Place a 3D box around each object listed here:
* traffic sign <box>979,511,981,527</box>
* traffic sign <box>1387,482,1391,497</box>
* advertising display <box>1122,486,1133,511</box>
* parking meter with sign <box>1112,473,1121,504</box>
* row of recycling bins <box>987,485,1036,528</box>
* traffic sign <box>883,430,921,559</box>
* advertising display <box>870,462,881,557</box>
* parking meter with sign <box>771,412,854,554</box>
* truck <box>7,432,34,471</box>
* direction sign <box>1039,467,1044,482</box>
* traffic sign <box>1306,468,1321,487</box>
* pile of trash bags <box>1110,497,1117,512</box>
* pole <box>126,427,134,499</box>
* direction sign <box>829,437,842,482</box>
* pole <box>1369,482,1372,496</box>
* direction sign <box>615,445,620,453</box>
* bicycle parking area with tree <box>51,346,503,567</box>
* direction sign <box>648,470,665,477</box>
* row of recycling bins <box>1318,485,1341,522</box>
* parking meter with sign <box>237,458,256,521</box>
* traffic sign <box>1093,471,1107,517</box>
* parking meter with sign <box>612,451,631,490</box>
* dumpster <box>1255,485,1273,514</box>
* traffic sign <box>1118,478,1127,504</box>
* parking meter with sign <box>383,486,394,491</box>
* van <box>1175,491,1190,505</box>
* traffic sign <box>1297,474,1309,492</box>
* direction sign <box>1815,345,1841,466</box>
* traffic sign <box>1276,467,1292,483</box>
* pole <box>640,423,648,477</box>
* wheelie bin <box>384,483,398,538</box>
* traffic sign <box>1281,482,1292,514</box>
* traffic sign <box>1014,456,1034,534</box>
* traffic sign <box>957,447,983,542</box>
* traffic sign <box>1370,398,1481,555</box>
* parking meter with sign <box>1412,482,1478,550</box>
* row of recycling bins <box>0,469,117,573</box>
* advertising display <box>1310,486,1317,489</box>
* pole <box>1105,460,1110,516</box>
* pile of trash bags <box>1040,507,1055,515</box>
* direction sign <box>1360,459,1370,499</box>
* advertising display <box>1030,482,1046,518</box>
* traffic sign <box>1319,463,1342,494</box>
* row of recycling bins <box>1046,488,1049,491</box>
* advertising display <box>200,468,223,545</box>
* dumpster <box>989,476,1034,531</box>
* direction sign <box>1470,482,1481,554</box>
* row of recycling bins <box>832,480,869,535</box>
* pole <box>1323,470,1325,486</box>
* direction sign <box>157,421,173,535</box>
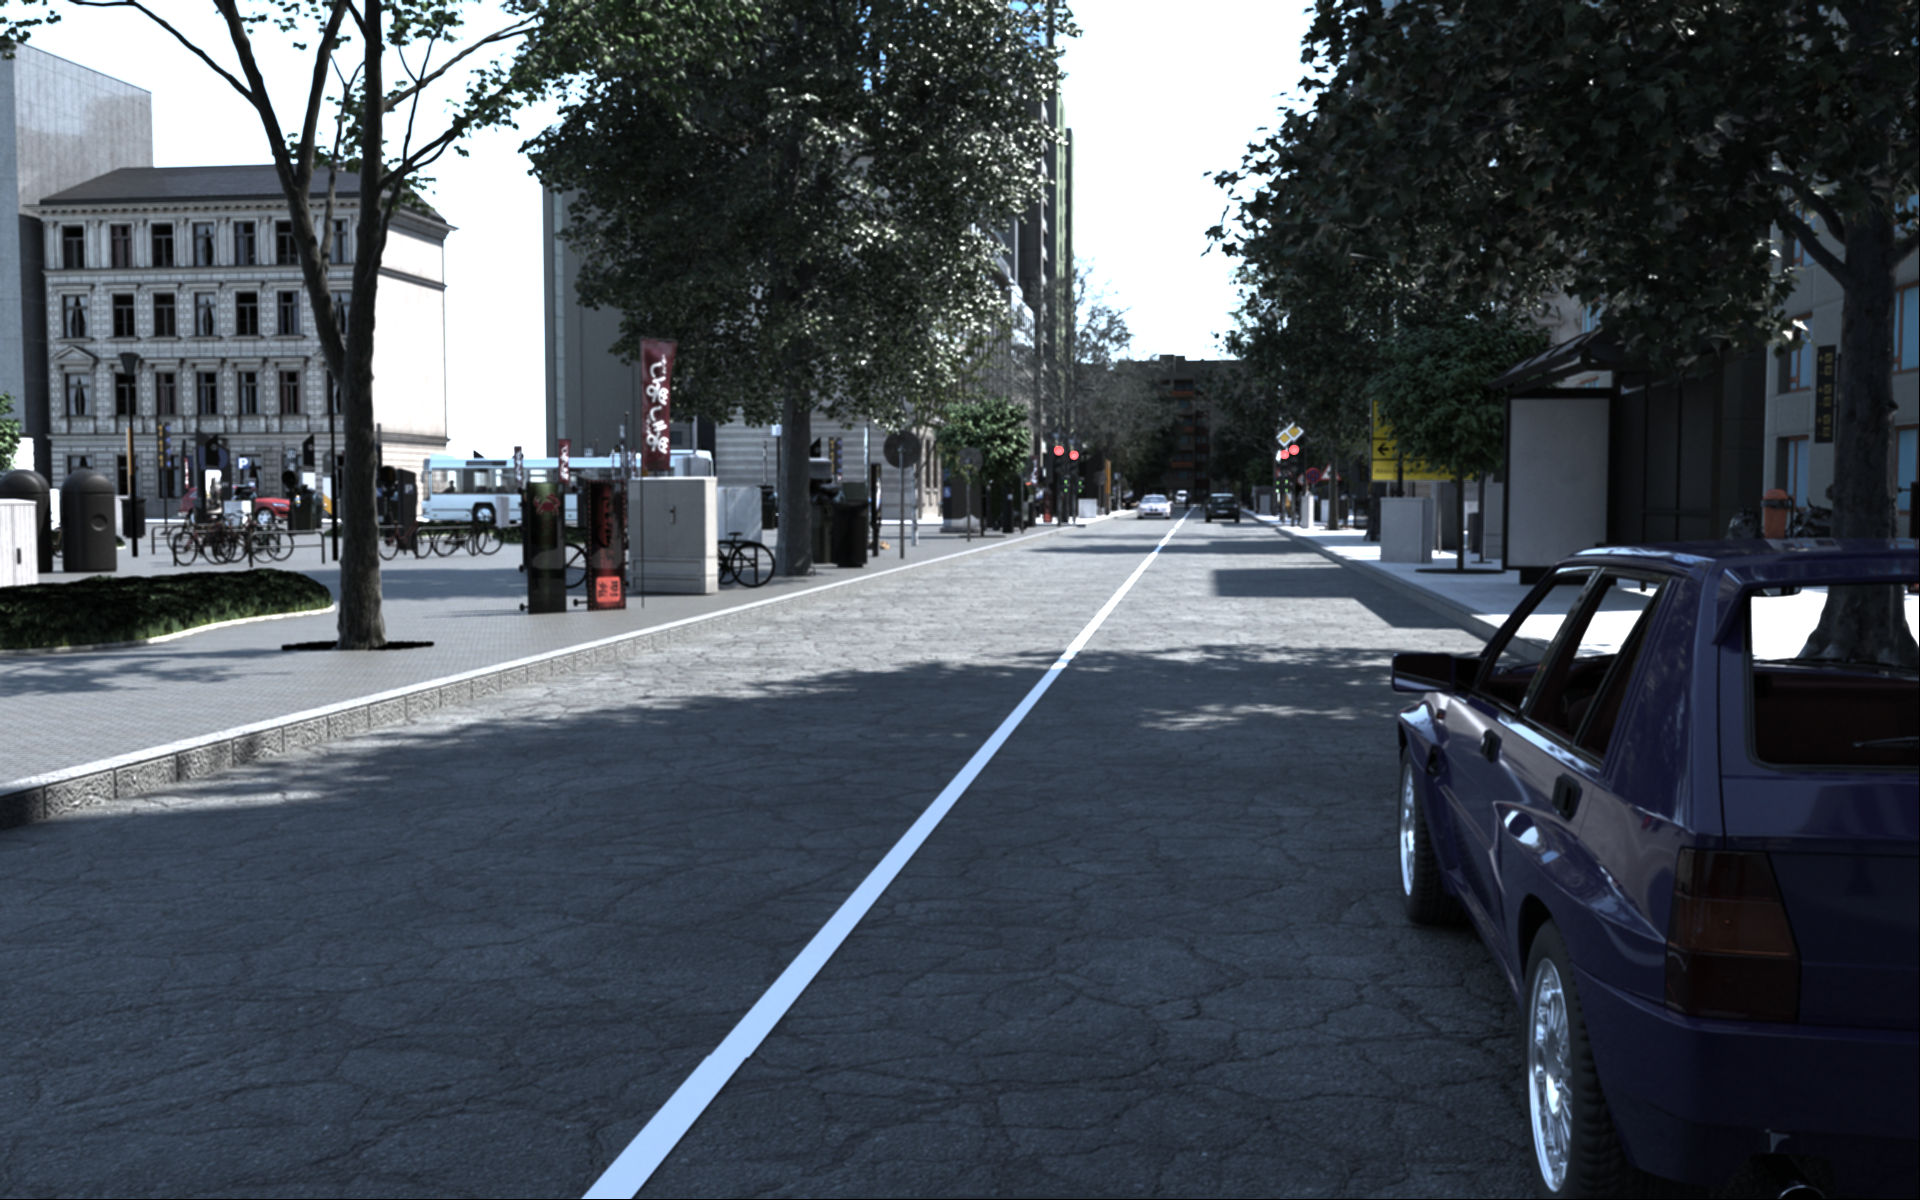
[{"bbox_3d":[0.657,-3.561,58.334,0.768,2.556,0.104,1,4,11],"label":"traffic sign"},{"bbox_3d":[9.763,-2.403,39.391,0.768,2.556,0.104,1,4,10],"label":"traffic sign"},{"bbox_3d":[12.975,-7.887,134.172,0.974,1.923,0.123,-1,4,-22],"label":"advertising display"},{"bbox_3d":[12.780,-8.946,142.527,0.543,3.016,1.738,1,4,19],"label":"parking meter with sign"},{"bbox_3d":[1.726,-3.630,66.458,1.069,1.692,3.534,2,4,35],"label":"row of recycling bins"},{"bbox_3d":[-1.151,-2.095,34.366,0.768,2.556,0.104,1,4,10],"label":"traffic sign"},{"bbox_3d":[-1.733,-1.867,35.739,0.123,1.923,0.974,0,4,3],"label":"advertising display"},{"bbox_3d":[-3.043,-2.450,36.318,1.738,3.016,0.543,-2,4,-30],"label":"parking meter with sign"},{"bbox_3d":[-48.213,-5.520,79.157,11.283,4.237,2.839,0,4,7],"label":"truck"},{"bbox_3d":[6.610,-9.258,143.358,0.379,3.537,0.876,3,5,44],"label":"direction sign"},{"bbox_3d":[17.030,-5.105,83.568,0.768,2.556,0.104,1,4,13],"label":"traffic sign"},{"bbox_3d":[10.274,-7.156,126.752,1.912,1.369,3.447,1,4,23],"label":"pile of trash bags"},{"bbox_3d":[-25.411,-3.624,53.098,0.158,3.312,0.155,0,3,0],"label":"pole"},{"bbox_3d":[-4.985,-4.730,69.327,0.379,3.537,0.876,2,4,30],"label":"direction sign"},{"bbox_3d":[28.183,-7.651,118.942,0.158,3.312,0.155,0,3,0],"label":"pole"},{"bbox_3d":[-15.611,-5.349,79.452,0.379,3.537,0.876,-2,4,-34],"label":"direction sign"},{"bbox_3d":[-14.352,-2.898,34.384,8.231,4.147,9.016,3,4,36],"label":"bicycle parking area with tree"},{"bbox_3d":[-10.443,-4.125,59.438,0.876,3.537,0.379,2,4,34],"label":"direction sign"},{"bbox_3d":[16.791,-4.371,78.575,1.069,1.692,3.534,1,4,9],"label":"row of recycling bins"},{"bbox_3d":[-33.726,-5.254,82.164,0.543,3.016,1.738,-3,5,-39],"label":"parking meter with sign"},{"bbox_3d":[7.773,-5.889,96.393,0.768,2.556,0.104,1,4,14],"label":"traffic sign"},{"bbox_3d":[-13.720,-4.497,69.788,0.543,3.016,1.738,1,4,15],"label":"parking meter with sign"},{"bbox_3d":[19.679,-6.478,111.678,1.264,1.857,1.865,0,4,8],"label":"dumpster"},{"bbox_3d":[12.675,-8.258,135.122,0.768,2.556,0.104,1,4,9],"label":"traffic sign"},{"bbox_3d":[-28.287,-5.461,85.549,1.738,3.016,0.543,-1,4,-22],"label":"parking meter with sign"},{"bbox_3d":[28.796,-13.286,224.241,2.013,2.044,4.112,0,4,8],"label":"van"},{"bbox_3d":[21.338,-6.581,107.703,0.768,2.556,0.104,1,4,16],"label":"traffic sign"},{"bbox_3d":[13.283,-2.094,26.241,0.379,3.537,0.876,-1,4,-17],"label":"direction sign"},{"bbox_3d":[14.707,-4.796,78.517,0.768,2.556,0.104,1,4,17],"label":"traffic sign"},{"bbox_3d":[-7.759,-2.981,42.585,0.158,3.312,0.155,0,3,0],"label":"pole"},{"bbox_3d":[-15.748,-2.481,48.473,0.693,1.594,0.980,-2,4,-31],"label":"wheelie bin"},{"bbox_3d":[21.269,-6.890,112.653,0.884,2.594,0.081,1,4,14],"label":"traffic sign"},{"bbox_3d":[2.024,-3.427,56.138,0.768,2.556,0.104,1,4,10],"label":"traffic sign"},{"bbox_3d":[0.236,-2.846,46.645,0.768,2.556,0.104,1,4,15],"label":"traffic sign"},{"bbox_3d":[9.764,-2.598,36.354,2.265,3.308,0.079,1,4,13],"label":"traffic sign"},{"bbox_3d":[11.164,-2.648,39.559,1.738,3.016,0.543,0,4,-5],"label":"parking meter with sign"},{"bbox_3d":[-15.650,-1.286,28.140,3.534,1.692,1.069,-1,4,-18],"label":"row of recycling bins"},{"bbox_3d":[27.165,-7.814,132.969,0.123,1.923,0.974,3,4,37],"label":"advertising display"},{"bbox_3d":[9.181,-6.930,107.150,0.158,3.312,0.155,0,3,0],"label":"pole"},{"bbox_3d":[5.388,-5.974,107.423,1.912,1.369,3.447,0,4,-2],"label":"pile of trash bags"},{"bbox_3d":[25.929,-7.260,110.696,0.876,3.537,0.379,-1,4,-20],"label":"direction sign"},{"bbox_3d":[4.173,-5.432,94.022,0.974,1.923,0.123,1,4,9],"label":"advertising display"},{"bbox_3d":[14.343,-4.109,67.181,0.884,2.594,0.081,1,4,13],"label":"traffic sign"},{"bbox_3d":[4.190,-6.506,113.485,3.534,1.692,1.069,1,4,20],"label":"row of recycling bins"},{"bbox_3d":[-18.667,-2.326,43.242,0.123,1.923,0.974,0,4,0],"label":"advertising display"},{"bbox_3d":[1.785,-3.601,61.363,1.502,2.255,1.985,0,4,8],"label":"dumpster"},{"bbox_3d":[11.237,-2.776,37.377,0.876,3.537,0.379,0,4,6],"label":"direction sign"},{"bbox_3d":[-3.874,-2.804,52.964,1.069,1.692,3.534,-2,4,-33],"label":"row of recycling bins"},{"bbox_3d":[30.727,-9.314,146.121,0.158,3.312,0.155,0,3,0],"label":"pole"},{"bbox_3d":[-24.918,-3.809,54.273,0.379,3.537,0.876,0,4,-1],"label":"direction sign"}]
